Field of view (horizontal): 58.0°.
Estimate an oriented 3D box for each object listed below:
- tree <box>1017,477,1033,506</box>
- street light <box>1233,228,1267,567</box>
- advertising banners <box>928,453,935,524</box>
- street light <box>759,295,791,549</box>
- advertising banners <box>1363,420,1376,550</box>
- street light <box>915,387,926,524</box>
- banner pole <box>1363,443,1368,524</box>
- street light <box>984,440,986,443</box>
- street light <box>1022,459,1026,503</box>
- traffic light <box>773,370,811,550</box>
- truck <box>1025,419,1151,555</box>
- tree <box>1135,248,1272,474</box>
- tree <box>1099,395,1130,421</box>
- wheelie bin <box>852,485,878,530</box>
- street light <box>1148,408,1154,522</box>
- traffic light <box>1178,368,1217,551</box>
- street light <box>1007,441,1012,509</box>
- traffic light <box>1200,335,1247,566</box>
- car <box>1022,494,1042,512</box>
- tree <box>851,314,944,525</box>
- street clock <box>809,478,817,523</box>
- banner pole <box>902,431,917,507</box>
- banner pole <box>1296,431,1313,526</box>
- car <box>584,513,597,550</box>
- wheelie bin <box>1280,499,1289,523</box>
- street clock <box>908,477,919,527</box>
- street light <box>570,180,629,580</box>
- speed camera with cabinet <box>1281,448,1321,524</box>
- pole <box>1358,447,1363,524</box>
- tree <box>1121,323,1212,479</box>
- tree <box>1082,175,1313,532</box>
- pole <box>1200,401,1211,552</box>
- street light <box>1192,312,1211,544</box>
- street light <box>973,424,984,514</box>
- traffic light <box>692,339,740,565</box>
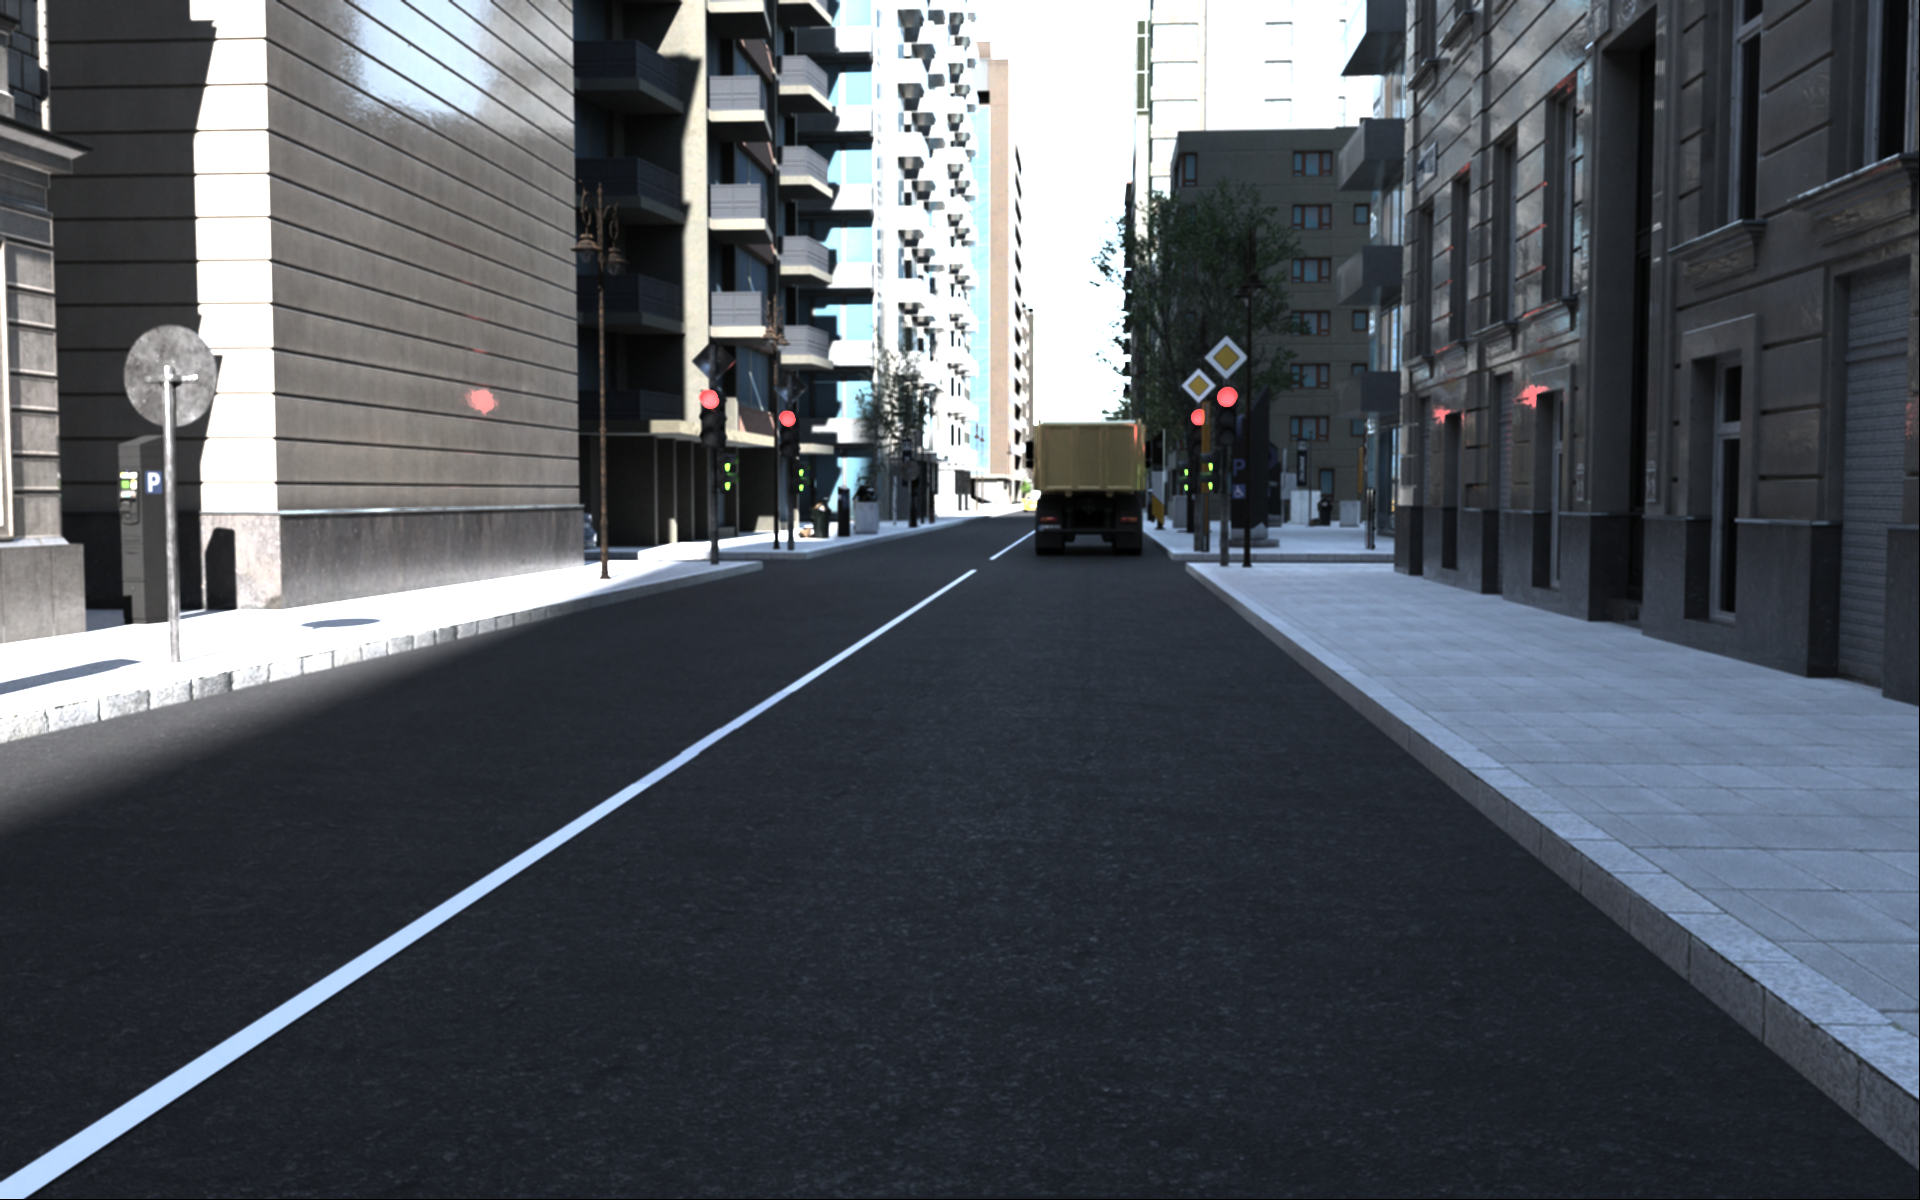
[{"bbox_3d":[7.281,-11.998,190.768,1.663,3.219,1.824,0,3,0],"label":"tree"},{"bbox_3d":[5.057,-3.520,30.339,0.468,5.910,1.993,0,4,4],"label":"street light"},{"bbox_3d":[-1.257,-4.827,75.116,0.090,3.025,2.074,0,4,7],"label":"advertising banners"},{"bbox_3d":[-4.285,-4.127,40.272,0.468,5.910,1.993,0,4,4],"label":"street light"},{"bbox_3d":[9.595,-2.717,40.613,0.090,3.025,2.074,0,4,7],"label":"advertising banners"},{"bbox_3d":[-1.621,-6.242,74.841,0.468,5.910,1.993,0,4,4],"label":"street light"},{"bbox_3d":[17.398,-5.131,73.914,0.401,3.779,0.863,0,4,5],"label":"banner pole"},{"bbox_3d":[1.493,-8.759,115.990,0.468,5.910,1.993,0,4,4],"label":"street light"},{"bbox_3d":[6.874,-13.047,186.099,0.468,5.910,1.993,0,4,4],"label":"street light"},{"bbox_3d":[-3.840,-3.086,39.372,0.839,4.253,0.868,0,4,4],"label":"traffic light"},{"bbox_3d":[3.286,-2.959,44.297,3.469,3.379,9.791,0,4,4],"label":"truck"},{"bbox_3d":[7.257,-6.186,51.505,4.360,8.622,3.978,0,3,0],"label":"tree"},{"bbox_3d":[18.397,-17.052,196.935,7.486,12.596,7.792,0,3,0],"label":"tree"},{"bbox_3d":[-3.267,-3.193,60.109,0.693,1.594,0.980,2,4,28],"label":"wheelie bin"},{"bbox_3d":[8.777,-6.476,78.670,0.468,5.910,1.993,0,4,4],"label":"street light"},{"bbox_3d":[5.296,-3.044,38.694,0.839,4.253,0.868,0,4,4],"label":"traffic light"},{"bbox_3d":[4.307,-10.908,151.129,0.468,5.910,1.993,0,4,4],"label":"street light"},{"bbox_3d":[4.688,-2.557,30.732,0.839,4.253,0.868,0,4,4],"label":"traffic light"},{"bbox_3d":[6.021,-7.913,139.603,2.015,1.641,3.980,0,4,5],"label":"car"},{"bbox_3d":[-2.705,-7.415,71.599,4.360,8.622,3.978,0,3,0],"label":"tree"},{"bbox_3d":[-6.467,-4.383,76.230,0.358,2.002,0.471,0,4,4],"label":"street clock"},{"bbox_3d":[-1.964,-4.816,68.761,0.863,3.779,0.401,2,4,29],"label":"banner pole"},{"bbox_3d":[13.664,-4.801,68.519,0.863,3.779,0.401,-1,4,-21],"label":"banner pole"},{"bbox_3d":[-9.905,-1.481,36.211,4.499,1.417,2.014,0,4,4],"label":"car"},{"bbox_3d":[14.233,-4.233,77.118,0.693,1.594,0.980,-2,4,-31],"label":"wheelie bin"},{"bbox_3d":[-1.783,-3.804,66.769,0.358,2.002,0.471,2,4,32],"label":"street clock"},{"bbox_3d":[-5.347,-3.248,25.895,0.468,5.910,1.993,0,4,4],"label":"street light"},{"bbox_3d":[15.557,-5.231,79.856,2.038,3.252,0.660,0,4,-5],"label":"speed camera with cabinet"},{"bbox_3d":[17.284,-4.950,74.780,0.158,3.312,0.155,0,3,0],"label":"pole"},{"bbox_3d":[8.746,-7.578,74.269,4.737,8.622,4.395,0,3,0],"label":"tree"},{"bbox_3d":[7.858,-8.083,57.913,9.928,11.665,9.643,0,3,0],"label":"tree"},{"bbox_3d":[5.410,-2.710,38.145,0.158,3.312,0.155,0,3,0],"label":"pole"},{"bbox_3d":[6.171,-4.361,44.097,0.468,5.910,1.993,0,4,4],"label":"street light"},{"bbox_3d":[1.073,-8.356,109.407,0.468,5.910,1.993,0,4,4],"label":"street light"},{"bbox_3d":[-4.448,-2.599,31.410,0.839,4.253,0.868,0,4,4],"label":"traffic light"}]
